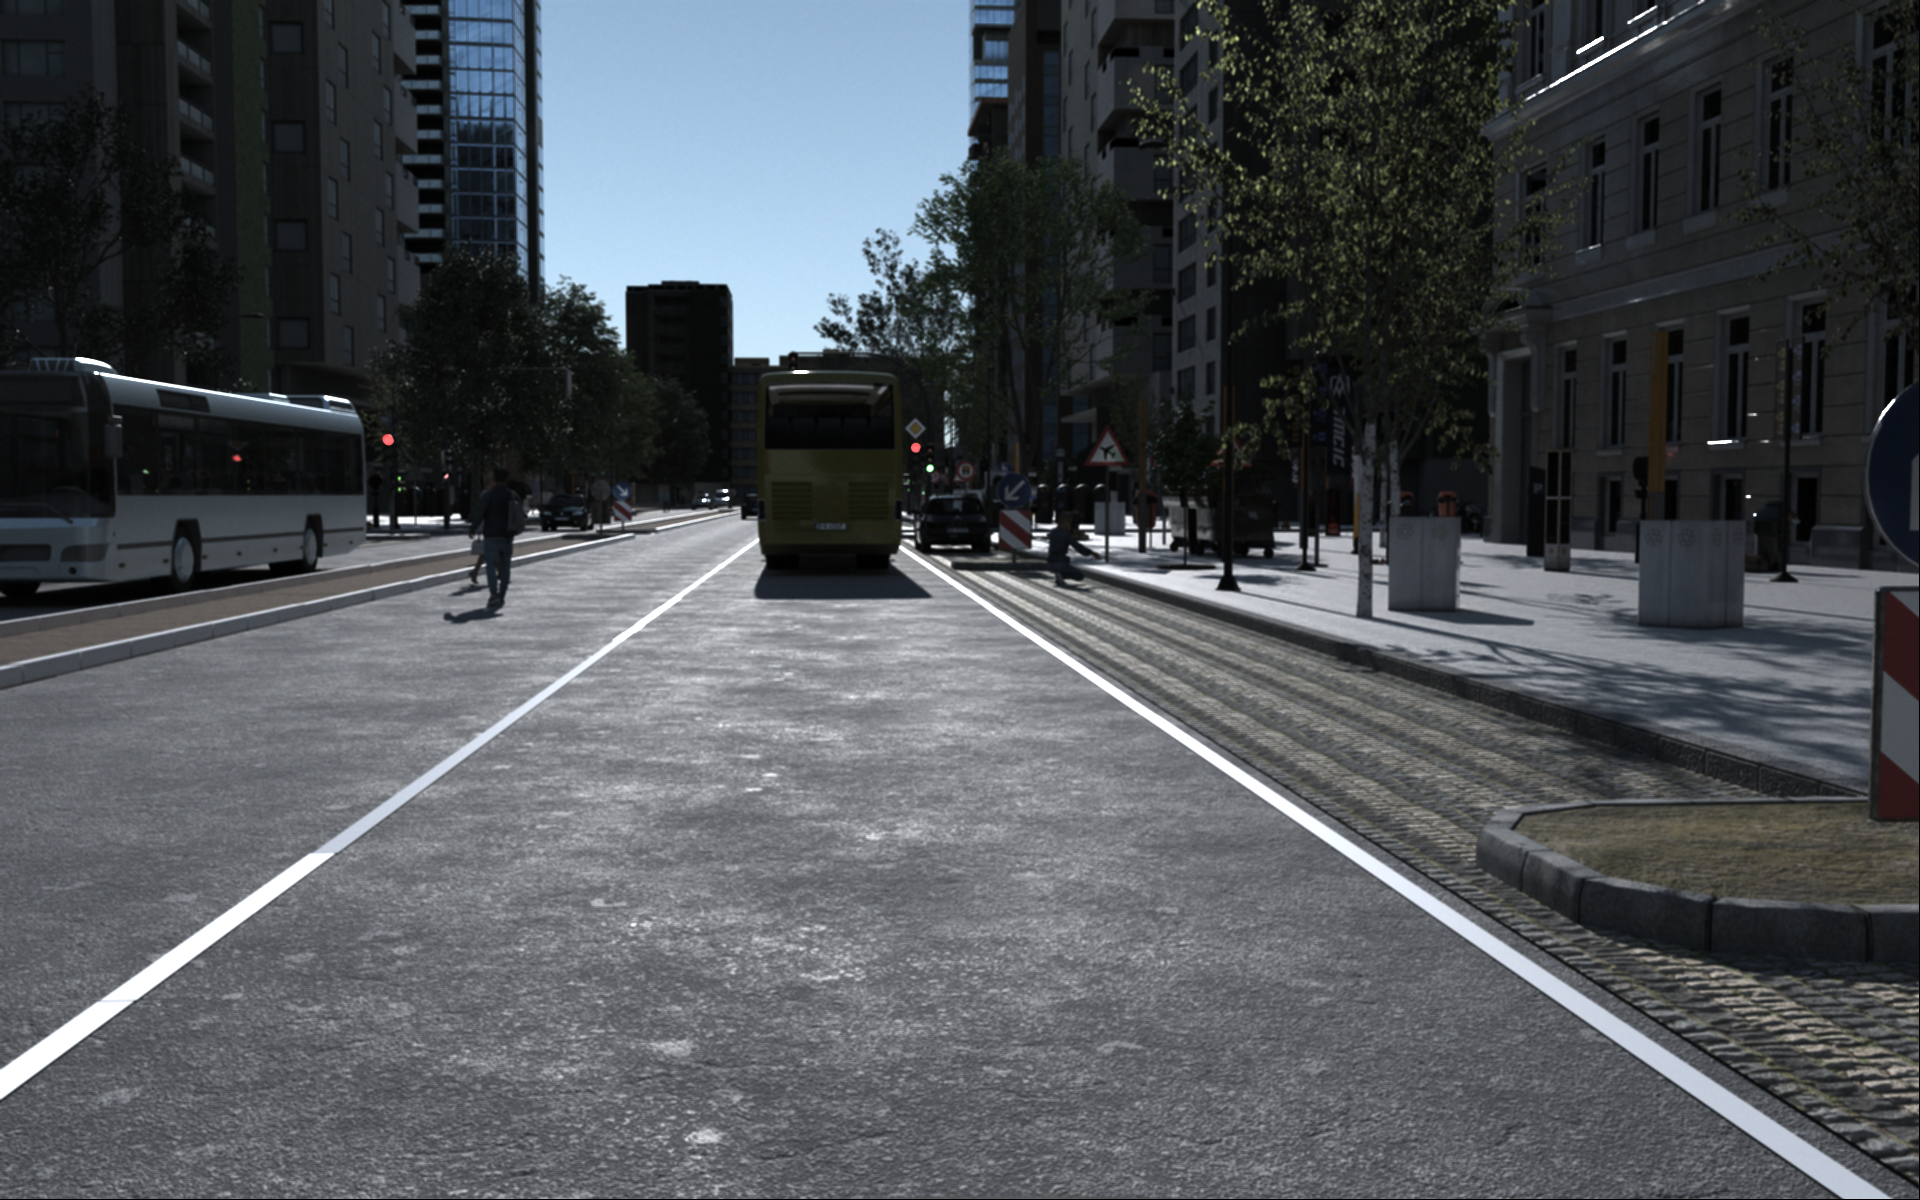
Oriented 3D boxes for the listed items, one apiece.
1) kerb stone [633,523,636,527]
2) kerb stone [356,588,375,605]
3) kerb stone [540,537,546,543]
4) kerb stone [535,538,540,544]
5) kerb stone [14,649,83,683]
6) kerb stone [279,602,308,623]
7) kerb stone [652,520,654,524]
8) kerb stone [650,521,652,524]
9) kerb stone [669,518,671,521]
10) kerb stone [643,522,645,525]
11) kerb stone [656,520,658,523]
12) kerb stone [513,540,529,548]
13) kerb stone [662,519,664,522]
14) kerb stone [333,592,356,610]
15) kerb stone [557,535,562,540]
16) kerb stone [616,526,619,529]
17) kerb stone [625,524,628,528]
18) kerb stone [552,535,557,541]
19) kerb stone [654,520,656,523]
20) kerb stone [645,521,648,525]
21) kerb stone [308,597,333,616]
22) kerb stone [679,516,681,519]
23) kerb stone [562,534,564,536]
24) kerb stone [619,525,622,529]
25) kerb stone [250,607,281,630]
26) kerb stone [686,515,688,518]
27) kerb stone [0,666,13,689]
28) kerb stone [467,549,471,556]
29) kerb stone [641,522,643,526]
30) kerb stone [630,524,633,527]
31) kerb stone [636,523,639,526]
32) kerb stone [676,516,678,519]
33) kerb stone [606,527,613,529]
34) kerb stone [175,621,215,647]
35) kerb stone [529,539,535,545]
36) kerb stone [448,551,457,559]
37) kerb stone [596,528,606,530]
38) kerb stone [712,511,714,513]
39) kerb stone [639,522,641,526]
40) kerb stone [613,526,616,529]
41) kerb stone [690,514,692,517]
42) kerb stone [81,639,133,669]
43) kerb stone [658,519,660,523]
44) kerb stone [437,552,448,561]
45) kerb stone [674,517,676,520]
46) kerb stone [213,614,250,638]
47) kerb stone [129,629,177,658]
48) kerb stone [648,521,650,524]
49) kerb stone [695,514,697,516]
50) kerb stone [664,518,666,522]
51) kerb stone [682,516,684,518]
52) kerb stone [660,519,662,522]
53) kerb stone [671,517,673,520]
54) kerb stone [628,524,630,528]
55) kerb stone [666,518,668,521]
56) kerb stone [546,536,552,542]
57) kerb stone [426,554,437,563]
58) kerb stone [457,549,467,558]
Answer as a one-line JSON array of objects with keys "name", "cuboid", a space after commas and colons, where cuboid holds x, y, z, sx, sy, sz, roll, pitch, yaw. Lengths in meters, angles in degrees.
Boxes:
[{"name": "kerb stone", "cuboid": [-14.128, -3.183, 74.235, 0.120, 0.150, 1.000, 0, 4, -5]}, {"name": "kerb stone", "cuboid": [-7.915, -0.031, 22.787, 0.120, 0.150, 1.000, 0, 4, -5]}, {"name": "kerb stone", "cuboid": [-12.198, -1.708, 50.175, 0.120, 0.150, 1.000, 0, 4, -5]}, {"name": "kerb stone", "cuboid": [-12.123, -1.647, 49.156, 0.120, 0.150, 1.000, 0, 4, -5]}, {"name": "kerb stone", "cuboid": [-7.171, 0.527, 13.576, 0.120, 0.150, 1.000, 0, 4, -5]}, {"name": "kerb stone", "cuboid": [-7.660, 0.152, 19.715, 0.120, 0.150, 1.000, 0, 4, -5]}, {"name": "kerb stone", "cuboid": [-14.778, -3.680, 82.404, 0.120, 0.150, 1.000, 0, 4, -5]}, {"name": "kerb stone", "cuboid": [-14.695, -3.620, 81.385, 0.120, 0.150, 1.000, 0, 4, -5]}, {"name": "kerb stone", "cuboid": [-15.514, -4.240, 91.586, 0.120, 0.150, 1.000, 0, 4, -5]}, {"name": "kerb stone", "cuboid": [-14.450, -3.430, 78.313, 0.120, 0.150, 1.000, 0, 4, -5]}, {"name": "kerb stone", "cuboid": [-14.939, -3.807, 84.442, 0.120, 0.150, 1.000, 0, 4, -5]}, {"name": "kerb stone", "cuboid": [-11.951, -1.524, 47.112, 0.120, 0.150, 1.000, 0, 4, -5]}, {"name": "kerb stone", "cuboid": [-15.186, -3.994, 87.502, 0.120, 0.150, 1.000, 0, 4, -5]}, {"name": "kerb stone", "cuboid": [-7.825, 0.031, 21.768, 0.120, 0.150, 1.000, 0, 4, -5]}, {"name": "kerb stone", "cuboid": [-12.443, -1.892, 53.236, 0.120, 0.150, 1.000, 0, 4, -5]}, {"name": "kerb stone", "cuboid": [-13.638, -2.803, 68.109, 0.120, 0.150, 1.000, 0, 4, -5]}, {"name": "kerb stone", "cuboid": [-13.878, -2.996, 71.174, 0.120, 0.150, 1.000, 0, 4, -5]}, {"name": "kerb stone", "cuboid": [-12.368, -1.830, 52.217, 0.120, 0.150, 1.000, 0, 4, -5]}, {"name": "kerb stone", "cuboid": [-14.852, -3.743, 83.424, 0.120, 0.150, 1.000, 0, 4, -5]}, {"name": "kerb stone", "cuboid": [-14.534, -3.494, 79.333, 0.120, 0.150, 1.000, 0, 4, -5]}, {"name": "kerb stone", "cuboid": [-7.745, 0.098, 20.734, 0.120, 0.150, 1.000, 0, 4, -5]}, {"name": "kerb stone", "cuboid": [-16.001, -4.619, 97.717, 0.120, 0.150, 1.000, 0, 4, -5]}, {"name": "kerb stone", "cuboid": [-12.529, -1.962, 54.273, 0.120, 0.150, 1.000, 0, 4, -5]}, {"name": "kerb stone", "cuboid": [-13.723, -2.871, 69.129, 0.120, 0.150, 1.000, 0, 4, -5]}, {"name": "kerb stone", "cuboid": [-7.579, 0.215, 18.696, 0.120, 0.150, 1.000, 0, 4, -5]}, {"name": "kerb stone", "cuboid": [-16.411, -4.932, 102.831, 0.120, 0.150, 1.000, 0, 4, -5]}, {"name": "kerb stone", "cuboid": [-7.087, 0.597, 12.549, 0.120, 0.150, 1.000, 0, 4, -5]}, {"name": "kerb stone", "cuboid": [-11.387, -1.086, 39.958, 0.120, 0.150, 1.000, 0, 4, -5]}, {"name": "kerb stone", "cuboid": [-14.360, -3.370, 77.295, 0.120, 0.150, 1.000, 0, 4, -5]}, {"name": "kerb stone", "cuboid": [-14.045, -3.121, 73.216, 0.120, 0.150, 1.000, 0, 4, -5]}, {"name": "kerb stone", "cuboid": [-14.193, -3.245, 75.257, 0.120, 0.150, 1.000, 0, 4, -5]}, {"name": "kerb stone", "cuboid": [-15.841, -4.490, 95.670, 0.120, 0.150, 1.000, 0, 4, -5]}, {"name": "kerb stone", "cuboid": [-13.468, -2.683, 66.069, 0.120, 0.150, 1.000, 0, 4, -5]}, {"name": "kerb stone", "cuboid": [-7.423, 0.339, 16.647, 0.120, 0.150, 1.000, 0, 4, -5]}, {"name": "kerb stone", "cuboid": [-12.036, -1.586, 48.131, 0.120, 0.150, 1.000, 0, 4, -5]}, {"name": "kerb stone", "cuboid": [-11.225, -0.962, 37.920, 0.120, 0.150, 1.000, 0, 4, -5]}, {"name": "kerb stone", "cuboid": [-13.314, -2.558, 64.029, 0.120, 0.150, 1.000, 0, 4, -5]}, {"name": "kerb stone", "cuboid": [-18.361, -6.428, 127.330, 0.120, 0.150, 1.000, 0, 4, -5]}, {"name": "kerb stone", "cuboid": [-14.289, -3.308, 76.275, 0.120, 0.150, 1.000, 0, 4, -5]}, {"name": "kerb stone", "cuboid": [-13.556, -2.746, 67.087, 0.120, 0.150, 1.000, 0, 4, -5]}, {"name": "kerb stone", "cuboid": [-16.654, -5.117, 105.897, 0.120, 0.150, 1.000, 0, 4, -5]}, {"name": "kerb stone", "cuboid": [-7.256, 0.464, 14.603, 0.120, 0.150, 1.000, 0, 4, -5]}, {"name": "kerb stone", "cuboid": [-15.018, -3.870, 85.464, 0.120, 0.150, 1.000, 0, 4, -5]}, {"name": "kerb stone", "cuboid": [-11.140, -0.899, 36.899, 0.120, 0.150, 1.000, 0, 4, -5]}, {"name": "kerb stone", "cuboid": [-15.758, -4.432, 94.651, 0.120, 0.150, 1.000, 0, 4, -5]}, {"name": "kerb stone", "cuboid": [-7.500, 0.278, 17.675, 0.120, 0.150, 1.000, 0, 4, -5]}, {"name": "kerb stone", "cuboid": [-7.338, 0.402, 15.626, 0.120, 0.150, 1.000, 0, 4, -5]}, {"name": "kerb stone", "cuboid": [-14.613, -3.557, 80.358, 0.120, 0.150, 1.000, 0, 4, -5]}, {"name": "kerb stone", "cuboid": [-16.981, -5.369, 109.978, 0.120, 0.150, 1.000, 0, 4, -5]}, {"name": "kerb stone", "cuboid": [-15.262, -4.057, 88.522, 0.120, 0.150, 1.000, 0, 4, -5]}, {"name": "kerb stone", "cuboid": [-16.154, -4.743, 99.770, 0.120, 0.150, 1.000, 0, 4, -5]}, {"name": "kerb stone", "cuboid": [-15.095, -3.932, 86.484, 0.120, 0.150, 1.000, 0, 4, -5]}, {"name": "kerb stone", "cuboid": [-15.594, -4.307, 92.613, 0.120, 0.150, 1.000, 0, 4, -5]}, {"name": "kerb stone", "cuboid": [-13.966, -3.058, 72.195, 0.120, 0.150, 1.000, 0, 4, -5]}, {"name": "kerb stone", "cuboid": [-15.347, -4.119, 89.540, 0.120, 0.150, 1.000, 0, 4, -5]}, {"name": "kerb stone", "cuboid": [-12.282, -1.769, 51.193, 0.120, 0.150, 1.000, 0, 4, -5]}, {"name": "kerb stone", "cuboid": [-11.062, -0.837, 35.875, 0.120, 0.150, 1.000, 0, 4, -5]}, {"name": "kerb stone", "cuboid": [-11.303, -1.022, 38.939, 0.120, 0.150, 1.000, 0, 4, -5]}]
